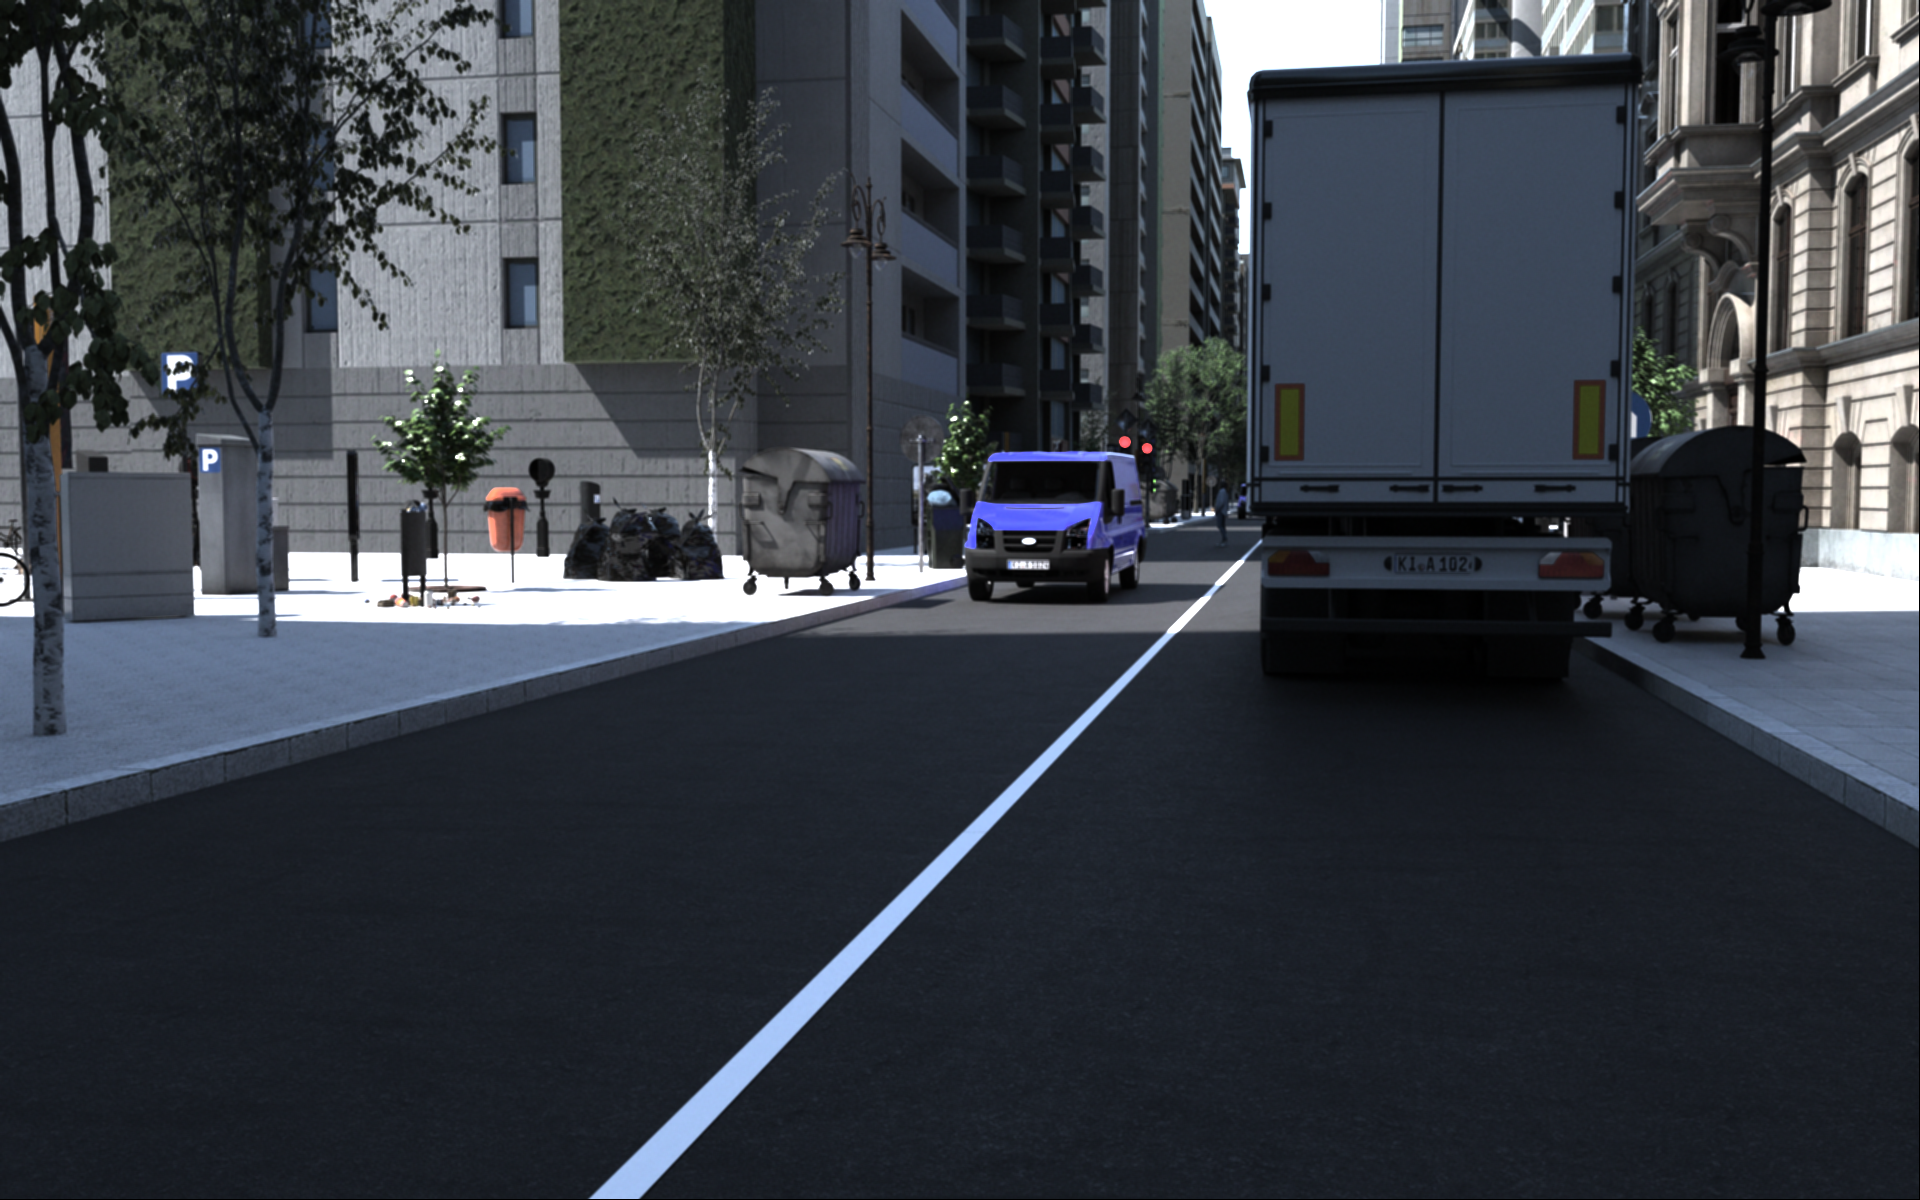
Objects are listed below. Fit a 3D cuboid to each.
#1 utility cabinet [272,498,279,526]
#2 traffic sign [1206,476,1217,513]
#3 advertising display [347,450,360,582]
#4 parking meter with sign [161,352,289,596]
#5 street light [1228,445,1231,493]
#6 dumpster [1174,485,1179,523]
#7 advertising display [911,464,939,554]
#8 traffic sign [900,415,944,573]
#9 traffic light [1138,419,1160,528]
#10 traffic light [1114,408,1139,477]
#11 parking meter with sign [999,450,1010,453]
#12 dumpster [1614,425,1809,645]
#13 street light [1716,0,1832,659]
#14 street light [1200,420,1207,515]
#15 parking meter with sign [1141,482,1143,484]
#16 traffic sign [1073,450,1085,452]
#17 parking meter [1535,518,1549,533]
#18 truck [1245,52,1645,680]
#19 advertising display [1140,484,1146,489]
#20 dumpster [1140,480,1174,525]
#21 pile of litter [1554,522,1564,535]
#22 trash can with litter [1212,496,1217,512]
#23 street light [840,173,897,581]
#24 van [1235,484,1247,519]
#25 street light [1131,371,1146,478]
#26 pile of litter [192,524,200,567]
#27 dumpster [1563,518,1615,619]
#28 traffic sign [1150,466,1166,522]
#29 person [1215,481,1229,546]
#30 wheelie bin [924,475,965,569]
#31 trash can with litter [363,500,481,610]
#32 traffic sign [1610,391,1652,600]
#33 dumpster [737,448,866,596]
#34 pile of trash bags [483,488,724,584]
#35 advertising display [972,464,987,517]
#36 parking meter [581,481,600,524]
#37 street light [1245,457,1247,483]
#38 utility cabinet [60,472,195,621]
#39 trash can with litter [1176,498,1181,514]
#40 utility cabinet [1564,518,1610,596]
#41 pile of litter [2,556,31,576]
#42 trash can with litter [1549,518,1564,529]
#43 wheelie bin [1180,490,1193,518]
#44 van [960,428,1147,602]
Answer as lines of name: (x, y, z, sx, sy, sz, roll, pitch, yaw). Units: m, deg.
utility cabinet: (-10.438, -0.891, 25.722, 0.306, 1.237, 1.020, -3, 5, -41)
traffic sign: (17.339, -7.308, 119.598, 0.768, 2.556, 0.104, 1, 4, 16)
advertising display: (-8.946, -1.244, 25.552, 0.123, 1.923, 0.974, -1, 4, -17)
parking meter with sign: (-9.335, -1.584, 22.166, 0.543, 3.016, 1.738, 1, 4, 16)
street light: (21.742, -10.240, 140.219, 0.468, 5.910, 1.993, 1, 4, 11)
dumpster: (9.034, -4.364, 77.108, 1.264, 1.857, 1.865, 1, 4, 11)
advertising display: (-0.592, -1.946, 37.029, 0.974, 1.923, 0.123, 2, 4, 29)
traffic sign: (-0.629, -1.706, 28.002, 0.768, 2.556, 0.104, 1, 4, 19)
traffic light: (7.029, -4.634, 64.693, 0.839, 4.253, 0.868, 1, 4, 11)
traffic light: (5.458, -4.156, 56.864, 0.839, 4.253, 0.868, 1, 4, 11)
parking meter with sign: (1.193, -4.466, 69.272, 0.543, 3.016, 1.738, -3, 5, -45)
dumpster: (6.713, -0.594, 15.476, 1.264, 1.857, 1.865, 1, 4, 11)
street light: (6.205, -2.483, 13.377, 0.468, 5.910, 1.993, 1, 4, 11)
street light: (14.922, -8.179, 106.512, 0.468, 5.910, 1.993, 1, 4, 11)
parking meter with sign: (11.143, -6.828, 107.906, 1.738, 3.016, 0.543, 2, 4, 23)
traffic sign: (3.437, -3.055, 50.055, 0.768, 2.556, 0.104, 1, 4, 14)
parking meter: (10.837, -1.468, 32.414, 0.372, 1.533, 0.369, 0, 3, 0)
truck: (4.172, -1.702, 16.749, 2.839, 4.237, 11.283, 1, 4, 11)
advertising display: (11.553, -6.200, 106.589, 0.974, 1.923, 0.123, 1, 4, 10)
dumpster: (8.202, -4.114, 73.015, 1.264, 1.857, 1.865, 1, 4, 11)
pile of litter: (19.201, -2.431, 53.707, 1.719, 0.858, 1.176, 2, 4, 34)
trash can with litter: (18.040, -6.766, 122.009, 0.624, 1.170, 1.055, 2, 4, 29)
street light: (-1.324, -3.216, 25.376, 0.468, 5.910, 1.993, 1, 4, 11)
van: (17.123, -5.855, 100.107, 2.240, 2.365, 5.245, 1, 4, 13)
street light: (6.709, -5.650, 65.170, 0.468, 5.910, 1.993, 1, 4, 11)
pile of litter: (-13.838, -1.034, 30.877, 1.719, 0.858, 1.176, 0, 4, -1)
dumpster: (7.133, -0.767, 18.296, 1.264, 1.857, 1.865, 1, 4, 11)
traffic sign: (9.025, -4.836, 79.182, 0.768, 2.556, 0.104, 1, 4, 20)
person: (7.261, -2.388, 47.805, 0.793, 1.790, 0.793, -1, 4, -11)
wheelie bin: (-0.260, -1.330, 29.661, 0.693, 1.594, 0.980, -1, 4, -10)
trash can with litter: (-6.143, -0.565, 20.302, 1.678, 1.210, 2.233, 0, 4, 5)
traffic sign: (7.960, -1.279, 21.011, 0.768, 2.556, 0.104, 1, 4, 12)
dumpster: (-2.040, -1.020, 22.435, 1.264, 1.857, 1.865, 1, 4, 11)
pile of trash bags: (-5.358, -0.982, 25.815, 3.447, 1.369, 1.912, -2, 4, -32)
advertising display: (0.728, -1.816, 34.911, 0.974, 1.923, 0.123, -1, 4, -18)
parking meter: (-7.253, -1.566, 34.022, 0.372, 1.533, 0.369, 0, 3, 0)
street light: (30.038, -12.774, 181.640, 0.468, 5.910, 1.993, 1, 4, 11)
utility cabinet: (-8.496, -0.551, 17.686, 1.173, 1.500, 0.318, -3, 5, -43)
trash can with litter: (13.854, -6.018, 109.781, 1.055, 1.170, 0.624, -1, 4, -16)
utility cabinet: (8.173, -0.655, 21.874, 1.020, 1.237, 0.306, 1, 4, 15)
pile of litter: (-14.755, -0.864, 28.093, 1.176, 0.858, 1.719, 2, 4, 30)
trash can with litter: (22.053, -3.157, 63.012, 0.624, 1.170, 1.055, 3, 5, 43)
wheelie bin: (12.130, -5.191, 92.781, 0.693, 1.594, 0.980, 0, 4, 2)
van: (1.441, -1.253, 24.869, 2.240, 2.365, 5.245, 1, 4, 12)
